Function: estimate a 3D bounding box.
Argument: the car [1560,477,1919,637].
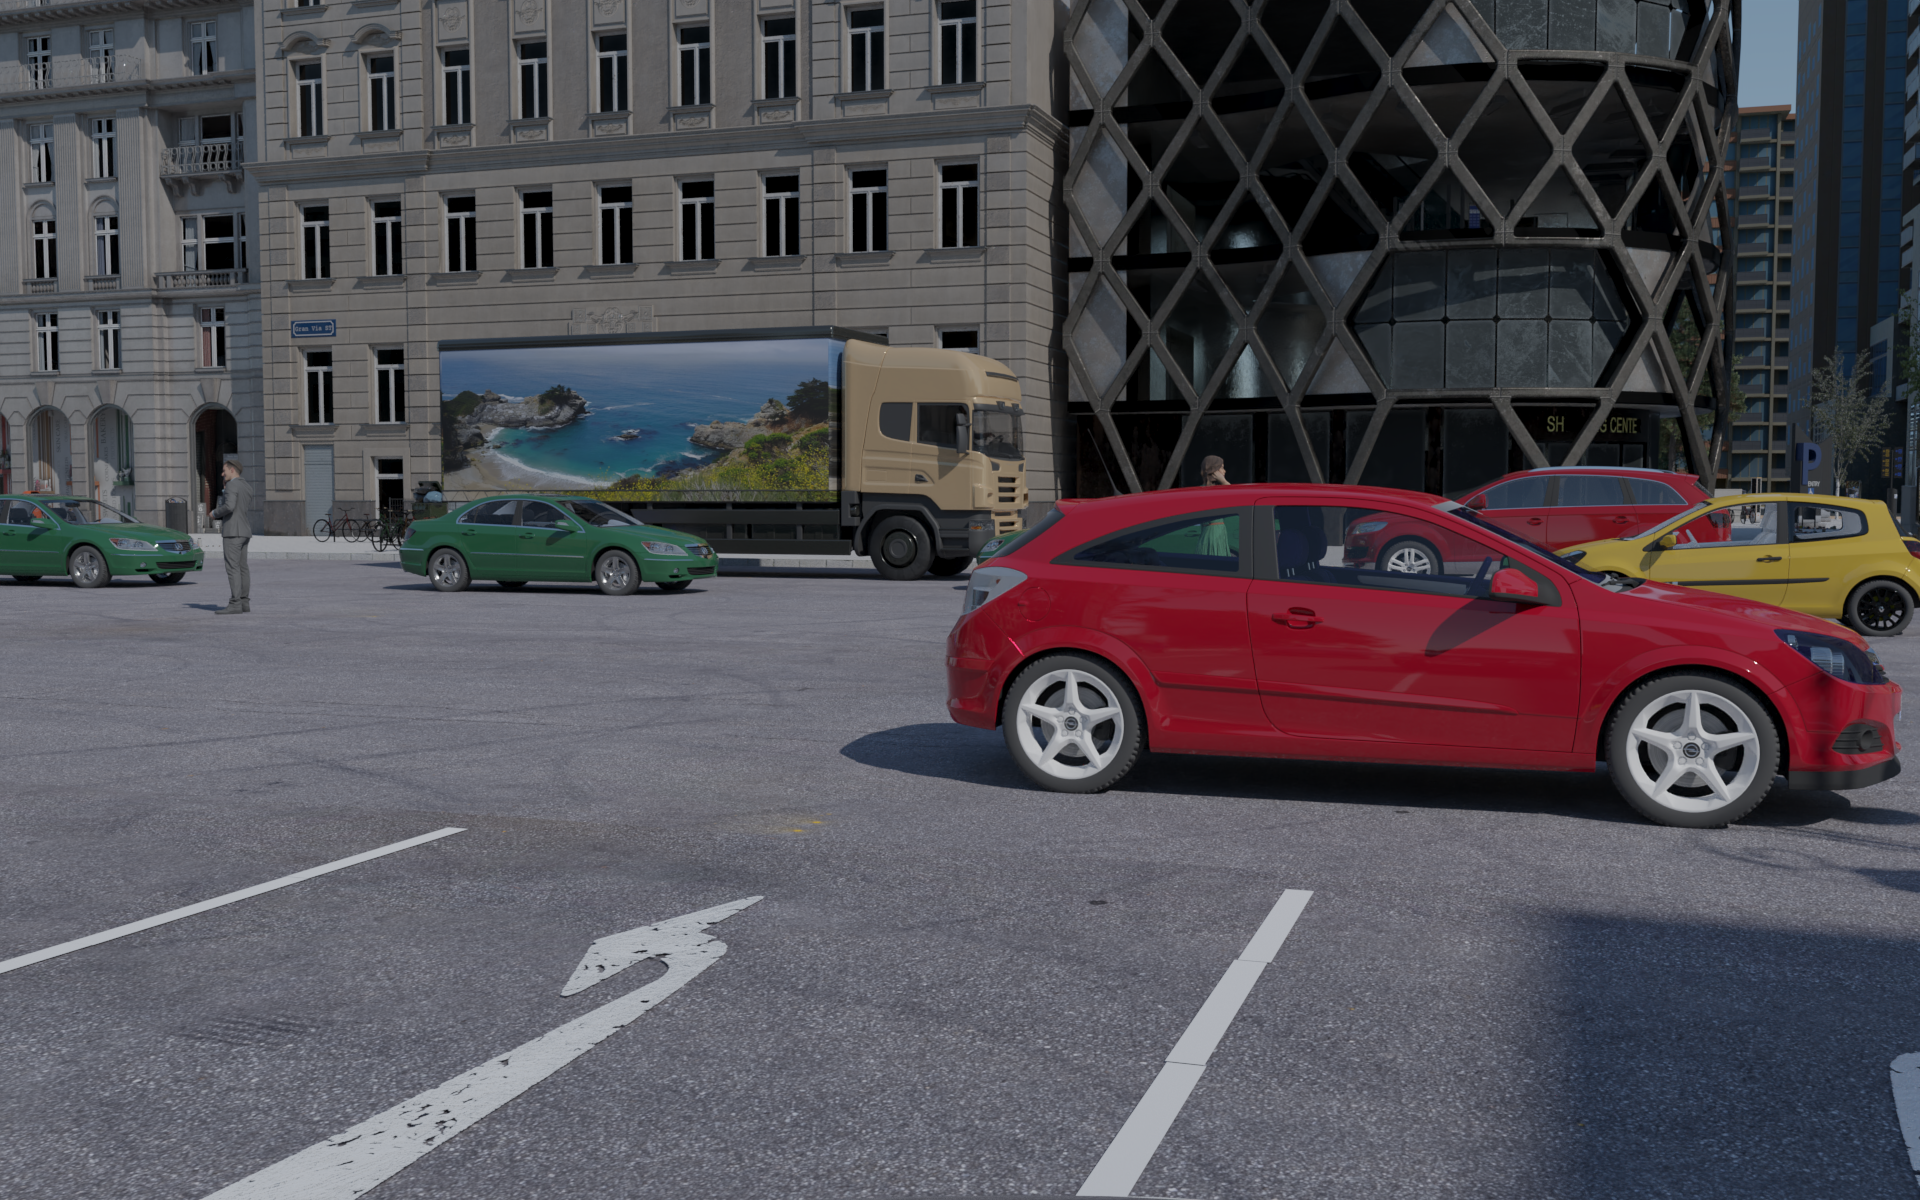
[{"bbox_3d":[8.197,-0.509,18.553,3.980,1.641,2.015,1,4,19],"label":"car"}]

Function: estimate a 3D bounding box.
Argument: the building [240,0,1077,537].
[{"bbox_3d":[-7.894,-15.659,53.295,25.104,27.353,12.463,1,4,19],"label":"building"}]

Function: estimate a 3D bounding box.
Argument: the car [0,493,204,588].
[{"bbox_3d":[-14.382,-0.962,27.524,4.920,1.459,2.131,1,4,17],"label":"car"}]

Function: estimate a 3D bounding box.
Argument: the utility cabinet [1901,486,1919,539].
[{"bbox_3d":[25.412,-2.269,45.772,1.173,1.500,0.318,-2,4,-24],"label":"utility cabinet"}]

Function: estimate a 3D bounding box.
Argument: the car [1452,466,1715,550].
[{"bbox_3d":[8.139,-0.974,24.603,5.304,1.827,2.281,1,4,18],"label":"car"}]

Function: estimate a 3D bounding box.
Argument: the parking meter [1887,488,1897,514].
[{"bbox_3d":[39.866,-4.018,74.098,0.372,1.533,0.369,0,3,0],"label":"parking meter"}]

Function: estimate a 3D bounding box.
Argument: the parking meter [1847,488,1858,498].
[{"bbox_3d":[37.035,-3.883,71.895,0.372,1.533,0.369,0,3,0],"label":"parking meter"}]

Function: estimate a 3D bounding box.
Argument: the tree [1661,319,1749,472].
[{"bbox_3d":[44.142,-12.185,106.650,7.806,13.903,7.818,0,3,0],"label":"tree"}]

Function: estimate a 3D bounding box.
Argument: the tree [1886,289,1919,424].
[{"bbox_3d":[32.747,-6.536,57.233,4.737,8.622,4.395,0,3,0],"label":"tree"}]

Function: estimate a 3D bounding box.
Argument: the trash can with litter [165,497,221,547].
[{"bbox_3d":[-19.209,-1.878,41.759,2.233,1.210,1.678,0,4,4],"label":"trash can with litter"}]

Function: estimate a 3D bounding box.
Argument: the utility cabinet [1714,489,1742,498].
[{"bbox_3d":[34.271,-4.204,77.410,1.173,1.500,0.318,1,4,9],"label":"utility cabinet"}]

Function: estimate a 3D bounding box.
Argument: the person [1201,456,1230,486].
[{"bbox_3d":[2.374,-0.471,16.445,0.529,1.795,0.600,-1,4,-14],"label":"person"}]

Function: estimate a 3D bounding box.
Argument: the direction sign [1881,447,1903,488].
[{"bbox_3d":[44.868,-5.592,83.433,0.876,3.537,0.379,3,4,36],"label":"direction sign"}]

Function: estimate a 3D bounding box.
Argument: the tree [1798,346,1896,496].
[{"bbox_3d":[44.212,-8.331,86.579,4.360,8.622,3.978,0,3,0],"label":"tree"}]

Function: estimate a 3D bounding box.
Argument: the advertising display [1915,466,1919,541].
[{"bbox_3d":[21.903,-2.049,38.709,0.974,1.923,0.123,1,4,9],"label":"advertising display"}]

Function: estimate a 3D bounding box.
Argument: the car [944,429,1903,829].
[{"bbox_3d":[2.167,0.027,8.592,4.494,1.783,2.155,1,4,18],"label":"car"}]

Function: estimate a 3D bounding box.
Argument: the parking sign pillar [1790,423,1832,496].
[{"bbox_3d":[32.185,-4.732,65.844,1.447,3.967,1.447,-2,4,-29],"label":"parking sign pillar"}]

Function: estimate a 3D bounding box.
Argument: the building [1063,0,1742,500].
[{"bbox_3d":[12.788,-11.120,49.268,16.811,18.784,16.820,1,4,19],"label":"building"}]

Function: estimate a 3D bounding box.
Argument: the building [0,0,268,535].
[{"bbox_3d":[-30.617,-13.526,62.957,24.055,21.916,13.314,1,4,19],"label":"building"}]

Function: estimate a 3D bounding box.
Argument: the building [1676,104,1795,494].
[{"bbox_3d":[82.528,-33.171,196.967,28.867,44.769,22.147,1,4,19],"label":"building"}]

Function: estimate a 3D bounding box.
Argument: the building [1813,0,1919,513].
[{"bbox_3d":[67.587,-48.488,105.455,22.319,86.520,31.000,1,4,19],"label":"building"}]

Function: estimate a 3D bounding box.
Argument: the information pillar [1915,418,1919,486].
[{"bbox_3d":[29.357,-3.770,52.996,0.183,3.616,0.504,1,4,12],"label":"information pillar"}]

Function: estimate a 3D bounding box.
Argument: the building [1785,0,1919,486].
[{"bbox_3d":[70.734,-29.319,129.482,14.600,45.320,14.200,1,4,19],"label":"building"}]

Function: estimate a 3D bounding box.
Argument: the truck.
[{"bbox_3d":[-3.802,-2.553,30.658,11.283,4.237,2.839,1,4,20],"label":"truck"}]

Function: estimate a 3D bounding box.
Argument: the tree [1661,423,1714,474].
[{"bbox_3d":[53.291,-13.173,132.387,9.611,12.733,9.660,0,3,0],"label":"tree"}]

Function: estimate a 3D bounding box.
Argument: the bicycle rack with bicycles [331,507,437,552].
[{"bbox_3d":[-11.976,-1.568,39.026,2.852,0.926,2.925,3,4,36],"label":"bicycle rack with bicycles"}]

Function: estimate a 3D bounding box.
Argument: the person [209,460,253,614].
[{"bbox_3d":[-8.793,-0.767,20.852,0.447,1.846,0.655,0,4,-2],"label":"person"}]

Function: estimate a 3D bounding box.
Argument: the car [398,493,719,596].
[{"bbox_3d":[-5.919,-0.847,25.646,4.920,1.459,2.131,1,4,19],"label":"car"}]

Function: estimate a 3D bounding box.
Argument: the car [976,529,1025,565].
[{"bbox_3d":[2.629,-0.836,25.464,4.920,1.459,2.131,1,4,18],"label":"car"}]

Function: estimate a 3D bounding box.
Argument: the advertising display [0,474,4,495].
[{"bbox_3d":[-30.605,-3.060,55.250,0.123,1.923,0.974,-2,4,-34],"label":"advertising display"}]

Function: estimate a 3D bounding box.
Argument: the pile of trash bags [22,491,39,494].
[{"bbox_3d":[-26.806,-2.325,47.760,1.912,1.369,3.447,1,4,20],"label":"pile of trash bags"}]

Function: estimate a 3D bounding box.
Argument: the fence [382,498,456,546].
[{"bbox_3d":[-13.607,-2.003,43.948,0.480,1.192,2.264,2,4,32],"label":"fence"}]

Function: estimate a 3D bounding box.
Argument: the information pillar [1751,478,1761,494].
[{"bbox_3d":[35.323,-4.427,76.879,0.304,2.012,0.304,-2,4,-29],"label":"information pillar"}]

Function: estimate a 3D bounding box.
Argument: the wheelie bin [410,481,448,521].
[{"bbox_3d":[-12.706,-2.056,41.520,0.980,1.594,0.693,2,4,27],"label":"wheelie bin"}]

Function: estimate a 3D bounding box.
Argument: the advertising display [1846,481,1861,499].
[{"bbox_3d":[42.643,-4.739,82.698,0.123,1.923,0.974,0,4,-8],"label":"advertising display"}]

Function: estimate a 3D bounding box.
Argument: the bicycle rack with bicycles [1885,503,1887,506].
[{"bbox_3d":[42.915,-3.985,78.540,2.852,0.926,2.925,3,4,39],"label":"bicycle rack with bicycles"}]

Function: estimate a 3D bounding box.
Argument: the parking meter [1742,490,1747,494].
[{"bbox_3d":[39.941,-4.894,88.428,0.372,1.533,0.369,0,3,0],"label":"parking meter"}]

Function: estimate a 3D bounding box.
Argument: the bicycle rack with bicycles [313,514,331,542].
[{"bbox_3d":[-15.415,-2.015,46.333,2.925,0.926,2.852,2,4,29],"label":"bicycle rack with bicycles"}]
